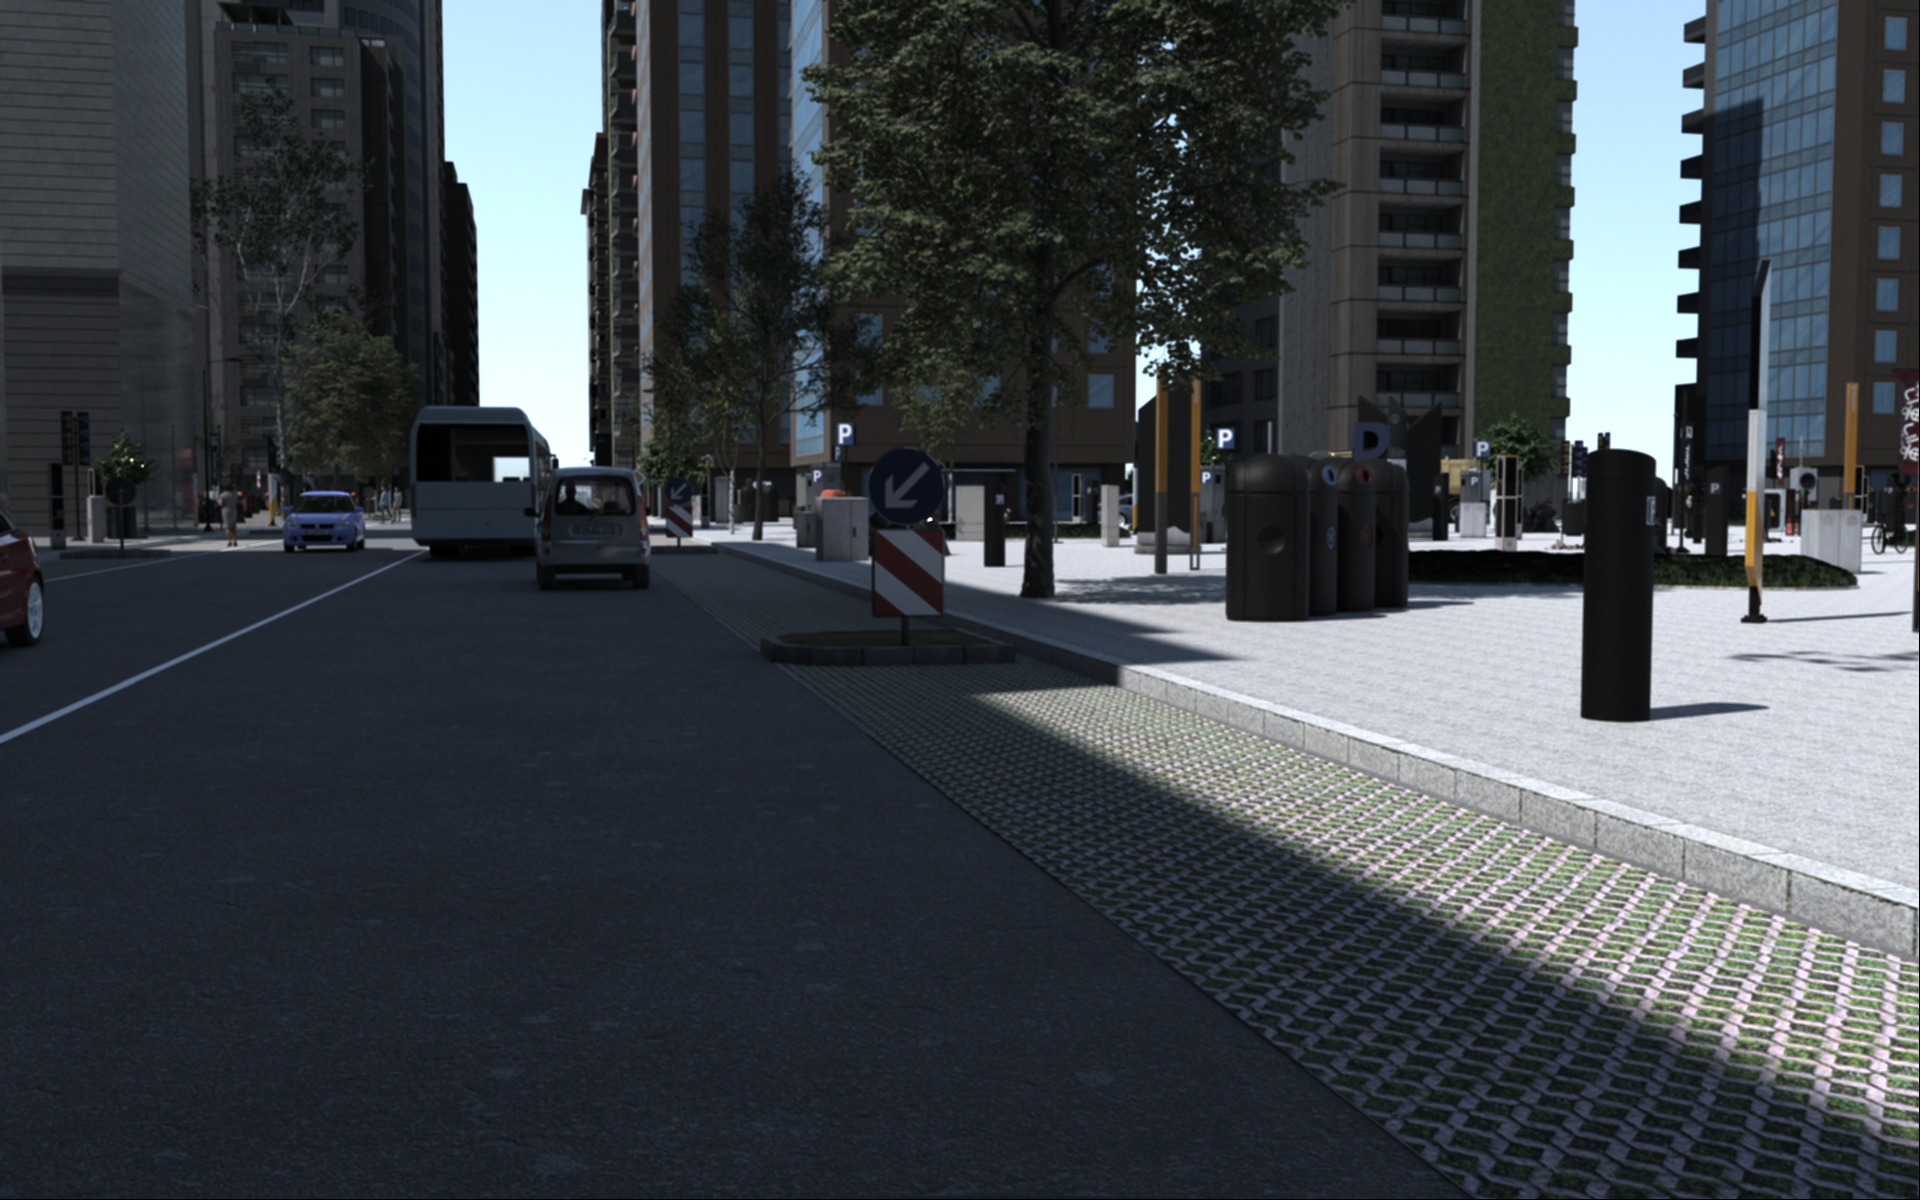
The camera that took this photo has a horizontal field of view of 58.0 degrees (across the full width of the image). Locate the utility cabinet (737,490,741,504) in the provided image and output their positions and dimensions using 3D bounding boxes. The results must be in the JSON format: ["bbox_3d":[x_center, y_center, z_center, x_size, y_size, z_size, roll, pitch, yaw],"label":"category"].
[{"bbox_3d":[-11.499,-5.073,91.626,1.173,1.500,0.318,0,4,7],"label":"utility cabinet"}]

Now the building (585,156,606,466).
[{"bbox_3d":[-41.717,-41.346,265.252,28.713,52.752,27.495,-1,4,-13],"label":"building"}]

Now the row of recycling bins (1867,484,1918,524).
[{"bbox_3d":[40.213,-4.101,74.169,3.534,1.692,1.069,2,4,23],"label":"row of recycling bins"}]

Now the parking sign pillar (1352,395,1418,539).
[{"bbox_3d":[11.262,-3.568,46.805,1.447,3.967,1.447,-3,5,-45],"label":"parking sign pillar"}]

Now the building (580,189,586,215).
[{"bbox_3d":[-48.769,-42.969,291.789,28.713,52.752,27.495,-1,4,-13],"label":"building"}]

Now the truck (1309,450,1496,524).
[{"bbox_3d":[19.621,-5.005,77.762,9.791,3.379,3.469,-1,4,-11],"label":"truck"}]

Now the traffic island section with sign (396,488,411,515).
[{"bbox_3d":[-37.659,-6.731,118.678,1.989,1.847,2.006,-1,4,-13],"label":"traffic island section with sign"}]

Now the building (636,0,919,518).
[{"bbox_3d":[-11.109,-27.460,99.082,14.600,45.320,14.200,-1,4,-13],"label":"building"}]

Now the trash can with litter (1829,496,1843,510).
[{"bbox_3d":[33.082,-3.375,66.242,2.233,1.210,1.678,0,4,2],"label":"trash can with litter"}]

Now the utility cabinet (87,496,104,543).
[{"bbox_3d":[-22.720,-2.100,45.497,0.306,1.237,1.020,-2,4,-32],"label":"utility cabinet"}]

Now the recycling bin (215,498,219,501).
[{"bbox_3d":[-53.111,-6.841,124.404,0.722,1.027,0.722,-1,4,-12],"label":"recycling bin"}]

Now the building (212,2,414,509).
[{"bbox_3d":[-54.964,-28.439,148.566,14.154,41.232,14.086,-1,4,-13],"label":"building"}]

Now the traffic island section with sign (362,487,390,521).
[{"bbox_3d":[-31.456,-5.118,92.299,1.989,1.847,2.006,-1,4,-13],"label":"traffic island section with sign"}]

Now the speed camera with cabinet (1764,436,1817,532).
[{"bbox_3d":[28.026,-3.951,58.935,2.038,3.252,0.660,0,4,-2],"label":"speed camera with cabinet"}]

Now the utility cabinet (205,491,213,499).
[{"bbox_3d":[-56.149,-7.432,130.185,1.173,1.500,0.318,1,4,19],"label":"utility cabinet"}]

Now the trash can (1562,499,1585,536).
[{"bbox_3d":[18.791,-2.528,52.989,0.748,1.137,0.748,0,3,0],"label":"trash can"}]

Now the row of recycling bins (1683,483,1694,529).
[{"bbox_3d":[27.697,-3.563,65.361,1.069,1.692,3.534,3,4,36],"label":"row of recycling bins"}]

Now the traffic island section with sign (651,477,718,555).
[{"bbox_3d":[-6.938,-2.026,41.760,1.989,1.847,2.006,-1,4,-13],"label":"traffic island section with sign"}]

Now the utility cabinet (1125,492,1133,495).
[{"bbox_3d":[12.788,-7.345,128.763,1.173,1.500,0.318,2,4,26],"label":"utility cabinet"}]

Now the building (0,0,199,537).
[{"bbox_3d":[-40.545,-16.846,52.920,29.804,29.767,11.434,-1,4,-13],"label":"building"}]

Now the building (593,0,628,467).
[{"bbox_3d":[-26.481,-52.954,178.470,22.319,86.520,31.000,-1,4,-13],"label":"building"}]

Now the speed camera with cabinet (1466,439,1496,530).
[{"bbox_3d":[18.963,-4.106,61.465,0.660,3.252,2.038,-3,4,-36],"label":"speed camera with cabinet"}]

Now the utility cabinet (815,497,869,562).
[{"bbox_3d":[-2.254,-1.350,33.226,1.020,1.237,0.306,-2,4,-32],"label":"utility cabinet"}]

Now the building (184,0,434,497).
[{"bbox_3d":[-63.139,-38.276,167.813,21.231,58.520,28.212,-1,4,-13],"label":"building"}]

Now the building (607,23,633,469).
[{"bbox_3d":[-24.412,-28.897,156.053,14.154,41.232,14.086,-1,4,-13],"label":"building"}]

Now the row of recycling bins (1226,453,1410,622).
[{"bbox_3d":[3.883,-0.713,18.769,1.069,1.692,3.534,3,4,36],"label":"row of recycling bins"}]

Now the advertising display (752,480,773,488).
[{"bbox_3d":[-9.318,-4.673,81.619,0.974,1.923,0.123,0,4,2],"label":"advertising display"}]

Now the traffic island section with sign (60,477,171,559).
[{"bbox_3d":[-18.931,-1.855,38.963,1.989,1.847,2.006,-1,4,-13],"label":"traffic island section with sign"}]

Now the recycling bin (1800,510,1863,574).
[{"bbox_3d":[14.082,-0.945,28.005,0.722,1.027,0.722,0,4,7],"label":"recycling bin"}]

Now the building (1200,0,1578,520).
[{"bbox_3d":[21.306,-24.751,88.268,14.086,41.232,14.154,-1,4,-13],"label":"building"}]

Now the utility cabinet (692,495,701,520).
[{"bbox_3d":[-12.623,-4.476,84.350,1.020,1.237,0.306,3,5,40],"label":"utility cabinet"}]

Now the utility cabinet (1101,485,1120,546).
[{"bbox_3d":[3.684,-2.061,42.381,0.318,1.500,1.173,0,4,-3],"label":"utility cabinet"}]

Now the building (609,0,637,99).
[{"bbox_3d":[-14.391,-28.990,128.609,22.147,44.769,28.867,-1,4,-13],"label":"building"}]

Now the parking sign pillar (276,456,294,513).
[{"bbox_3d":[-47.072,-8.071,120.430,1.447,3.967,1.447,-2,4,-27],"label":"parking sign pillar"}]

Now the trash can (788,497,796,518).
[{"bbox_3d":[-8.790,-4.925,92.173,0.748,1.137,0.748,0,3,0],"label":"trash can"}]

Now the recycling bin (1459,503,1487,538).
[{"bbox_3d":[14.977,-2.327,50.597,0.722,1.027,0.722,1,4,12],"label":"recycling bin"}]

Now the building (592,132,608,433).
[{"bbox_3d":[-32.826,-33.922,209.250,22.147,44.769,28.867,-1,4,-13],"label":"building"}]

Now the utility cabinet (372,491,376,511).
[{"bbox_3d":[-44.578,-7.519,131.612,1.173,1.500,0.318,2,4,23],"label":"utility cabinet"}]

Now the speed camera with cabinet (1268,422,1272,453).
[{"bbox_3d":[9.158,-3.232,47.180,2.038,3.252,0.660,2,4,27],"label":"speed camera with cabinet"}]

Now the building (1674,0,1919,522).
[{"bbox_3d":[48.828,-27.002,91.596,14.200,45.320,14.600,-1,4,-13],"label":"building"}]

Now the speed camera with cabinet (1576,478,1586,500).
[{"bbox_3d":[40.668,-7.247,112.824,0.660,3.252,2.038,2,4,31],"label":"speed camera with cabinet"}]

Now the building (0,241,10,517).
[{"bbox_3d":[-26.065,-13.062,18.076,19.350,26.468,34.151,-1,4,-13],"label":"building"}]

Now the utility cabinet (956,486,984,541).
[{"bbox_3d":[0.485,-2.345,47.028,1.173,1.500,0.318,1,4,8],"label":"utility cabinet"}]

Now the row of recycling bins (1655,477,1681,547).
[{"bbox_3d":[14.391,-1.818,36.833,1.069,1.692,3.534,1,4,14],"label":"row of recycling bins"}]

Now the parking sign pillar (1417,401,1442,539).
[{"bbox_3d":[13.309,-3.778,50.242,1.447,3.967,1.447,-2,4,-27],"label":"parking sign pillar"}]

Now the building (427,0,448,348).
[{"bbox_3d":[-77.312,-48.532,231.744,20.563,71.187,20.611,-1,4,-13],"label":"building"}]

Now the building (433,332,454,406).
[{"bbox_3d":[-72.380,-21.469,196.055,27.650,21.520,28.899,-1,4,-13],"label":"building"}]

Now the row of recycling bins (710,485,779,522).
[{"bbox_3d":[-10.033,-4.389,78.869,3.534,1.692,1.069,0,4,-6],"label":"row of recycling bins"}]

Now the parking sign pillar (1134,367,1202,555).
[{"bbox_3d":[4.468,-2.975,37.119,1.447,3.967,1.447,3,4,36],"label":"parking sign pillar"}]

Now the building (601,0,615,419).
[{"bbox_3d":[-40.944,-49.050,240.211,20.563,71.187,20.611,-1,4,-13],"label":"building"}]

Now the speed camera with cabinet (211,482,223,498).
[{"bbox_3d":[-55.235,-8.222,128.759,0.660,3.252,2.038,-1,4,-14],"label":"speed camera with cabinet"}]

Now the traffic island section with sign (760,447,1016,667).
[{"bbox_3d":[-0.724,-0.407,15.281,1.989,1.847,2.006,-1,4,-13],"label":"traffic island section with sign"}]

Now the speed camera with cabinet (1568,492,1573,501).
[{"bbox_3d":[43.014,-7.958,124.447,0.660,3.252,2.038,-2,4,-33],"label":"speed camera with cabinet"}]

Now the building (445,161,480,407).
[{"bbox_3d":[-82.219,-38.485,252.924,21.300,48.544,21.600,-1,4,-13],"label":"building"}]

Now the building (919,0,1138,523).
[{"bbox_3d":[-0.394,-26.519,83.702,14.200,45.320,14.600,-1,4,-13],"label":"building"}]
